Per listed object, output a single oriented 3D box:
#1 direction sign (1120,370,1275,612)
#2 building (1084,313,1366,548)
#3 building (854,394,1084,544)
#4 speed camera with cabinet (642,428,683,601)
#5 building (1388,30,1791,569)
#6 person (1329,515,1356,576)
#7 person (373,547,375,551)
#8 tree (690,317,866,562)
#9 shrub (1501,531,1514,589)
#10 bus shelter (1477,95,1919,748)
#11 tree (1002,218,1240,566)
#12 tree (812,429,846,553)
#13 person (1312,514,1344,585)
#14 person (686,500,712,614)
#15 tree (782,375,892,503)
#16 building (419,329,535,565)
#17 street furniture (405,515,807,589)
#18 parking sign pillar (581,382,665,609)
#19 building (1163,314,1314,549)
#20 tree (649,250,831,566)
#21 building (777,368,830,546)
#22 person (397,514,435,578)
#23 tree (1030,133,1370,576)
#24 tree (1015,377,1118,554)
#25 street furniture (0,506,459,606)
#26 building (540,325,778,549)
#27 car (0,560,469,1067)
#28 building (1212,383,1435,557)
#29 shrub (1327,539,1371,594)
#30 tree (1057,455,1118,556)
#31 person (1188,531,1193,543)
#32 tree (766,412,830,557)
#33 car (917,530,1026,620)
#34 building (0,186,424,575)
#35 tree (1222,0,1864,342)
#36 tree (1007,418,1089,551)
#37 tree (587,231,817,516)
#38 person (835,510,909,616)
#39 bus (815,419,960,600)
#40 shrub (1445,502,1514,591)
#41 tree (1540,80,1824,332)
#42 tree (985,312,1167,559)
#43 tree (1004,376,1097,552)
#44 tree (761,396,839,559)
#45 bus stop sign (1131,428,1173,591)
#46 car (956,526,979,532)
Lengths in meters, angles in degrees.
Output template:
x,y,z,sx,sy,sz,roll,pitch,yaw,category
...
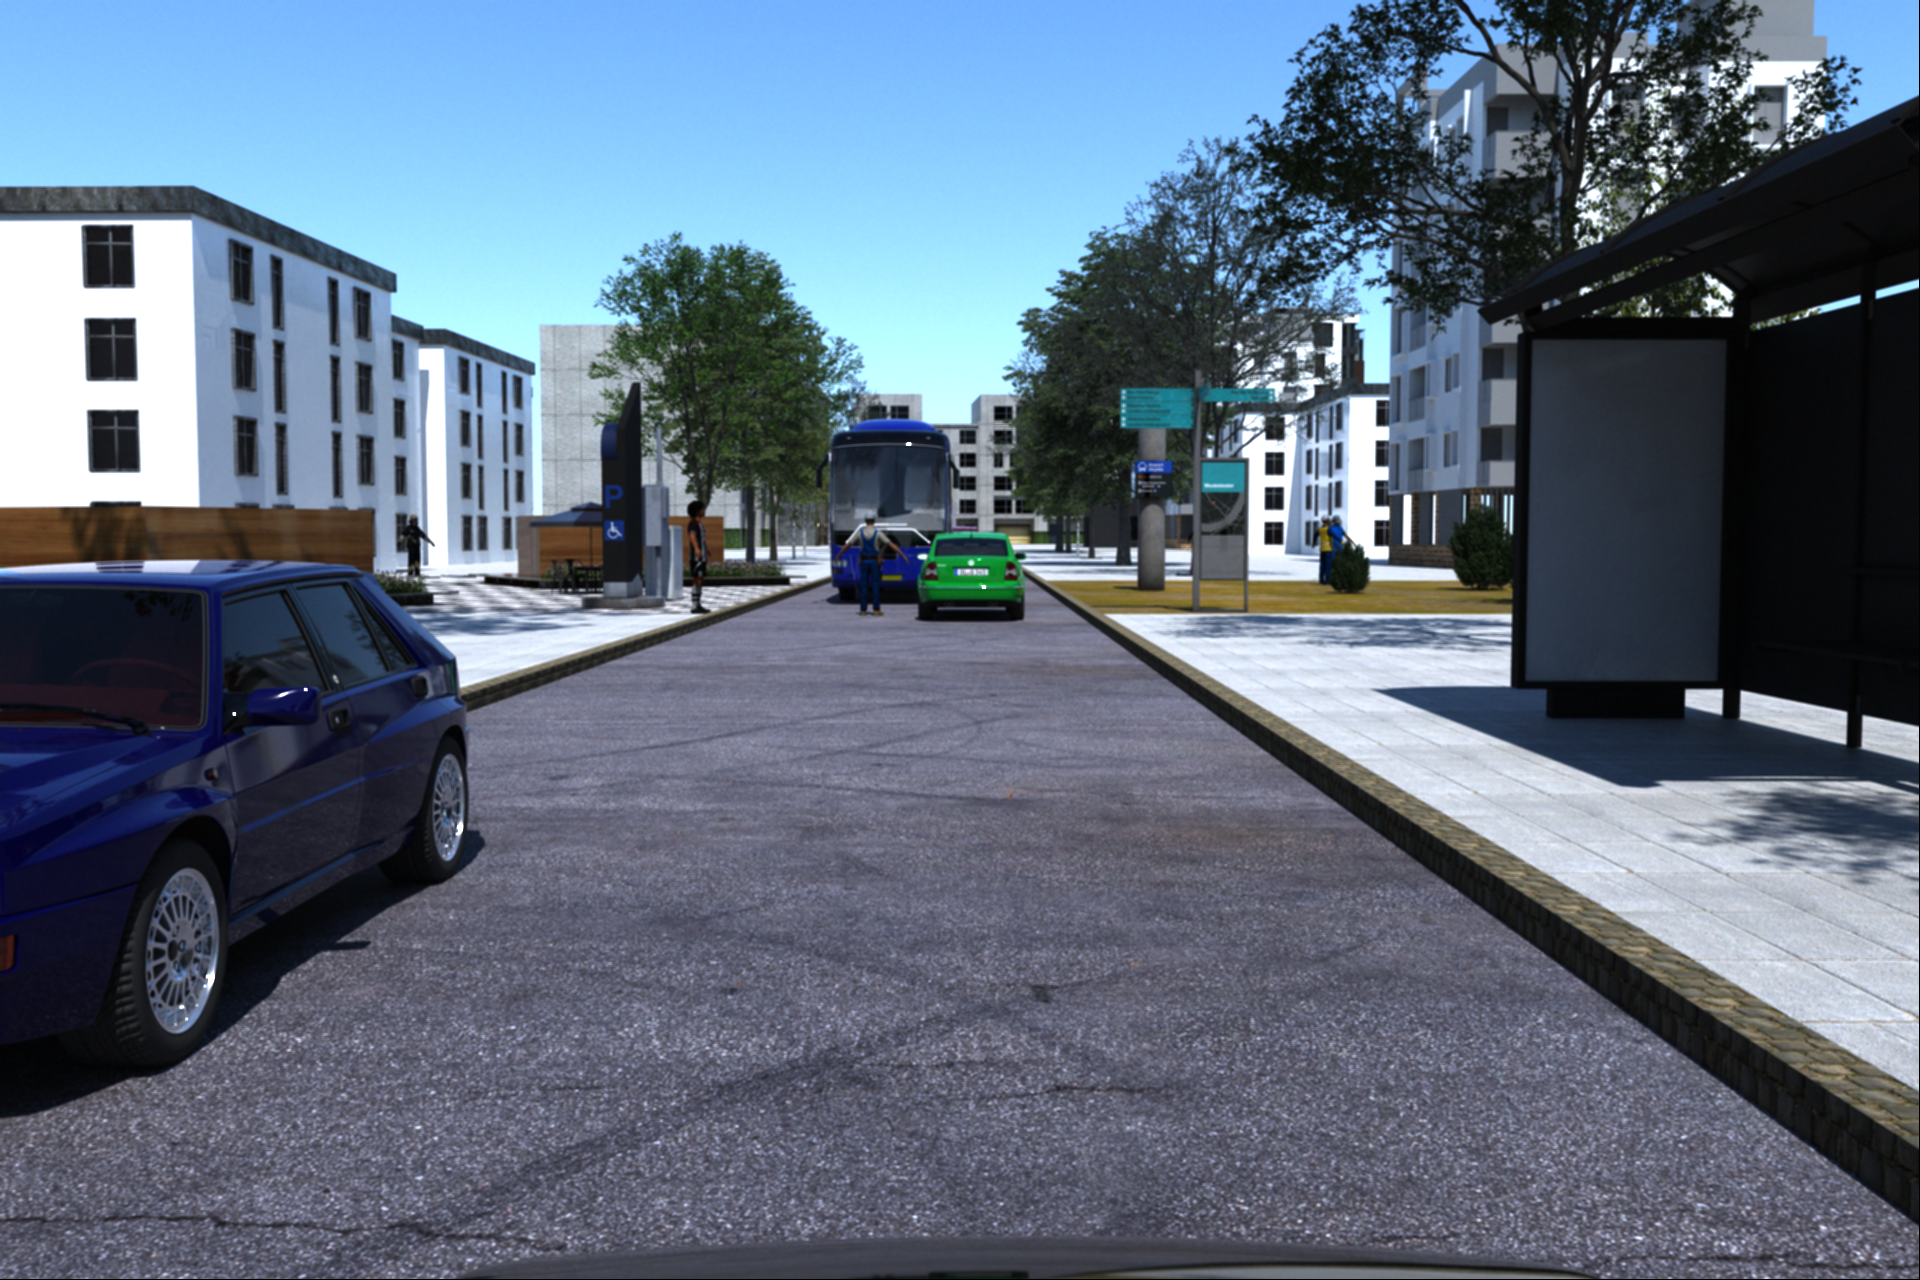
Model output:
x,y,z,sx,sy,sz,roll,pitch,yaw,category
3.881,-2.386,27.768,2.525,3.948,1.411,0,4,-1,direction sign
26.423,-20.353,176.739,27.936,21.610,32.646,0,4,0,building
2.058,-21.813,225.560,31.486,18.905,16.747,0,4,-4,building
-5.769,-2.367,33.033,0.660,3.252,2.038,0,4,2,speed camera with cabinet
23.137,-13.149,71.410,16.016,20.090,11.380,0,4,0,building
10.590,-2.602,48.667,1.347,1.817,0.704,-2,4,-32,person
-13.503,-1.944,38.014,1.346,1.802,0.704,0,4,-1,person
-8.608,-9.499,81.071,9.928,11.665,9.643,0,3,0,tree
11.036,-1.725,32.624,1.690,2.028,1.600,0,3,0,shrub
4.635,-0.953,9.506,2.014,3.302,5.546,0,4,0,bus shelter
6.476,-9.941,69.194,9.857,13.997,8.962,0,3,0,tree
-8.600,-10.015,114.107,4.737,8.622,4.395,0,3,0,tree
9.233,-2.260,43.413,0.721,1.772,1.216,-2,4,-30,person
-4.220,-1.341,28.064,0.704,1.843,1.345,0,4,-1,person
-8.445,-13.599,132.716,12.009,13.543,11.850,0,3,0,tree
-25.358,-8.741,85.060,9.099,9.664,28.070,0,4,1,building
-7.607,-2.266,43.898,11.010,1.723,9.812,-2,4,-30,street furniture
-5.888,-2.552,30.190,1.447,3.967,1.447,0,4,2,parking sign pillar
23.270,-18.353,156.487,16.016,20.090,11.380,0,4,0,building
-8.873,-9.271,69.705,7.486,12.596,7.792,0,3,0,tree
-24.260,-21.923,189.376,19.493,23.208,18.063,0,4,0,building
-15.937,-2.741,50.602,0.705,1.856,1.354,2,4,32,person
7.385,-8.708,52.745,12.009,13.543,11.850,0,3,0,tree
7.406,-11.929,113.166,7.486,12.596,7.792,0,3,0,tree
-13.716,-1.358,29.053,11.010,1.723,9.812,2,4,24,street furniture
-27.116,-18.092,162.260,16.747,18.905,31.486,0,4,0,building
-2.958,0.410,5.876,1.945,1.354,3.894,0,4,0,car
22.433,-10.300,110.551,9.099,9.664,28.070,0,4,0,building
8.406,-1.606,37.383,1.383,1.207,1.383,0,3,0,shrub
6.622,-9.176,100.390,4.360,8.622,3.978,0,3,0,tree
9.223,-3.707,66.542,0.705,1.837,1.347,-3,5,-42,person
-8.555,-8.967,96.973,4.360,8.622,3.978,0,3,0,tree
0.201,-1.314,30.286,1.959,1.807,4.718,0,4,0,car
-22.694,-6.966,56.046,9.099,9.664,28.070,0,4,1,building
6.266,-5.186,19.210,7.601,10.594,8.767,-2,4,-26,tree
7.420,-13.046,131.431,7.486,12.596,7.792,0,3,0,tree
-8.707,-8.137,58.792,9.928,11.665,9.643,0,3,0,tree
-1.574,-1.356,30.490,1.347,1.847,0.705,1,4,10,person
-1.408,-3.005,40.685,2.896,3.916,12.251,0,4,0,bus
11.956,-2.146,39.500,1.690,2.028,1.600,0,3,0,shrub
11.729,-4.767,28.311,4.737,8.622,4.395,0,3,0,tree
6.923,-10.983,89.939,12.009,13.543,11.850,0,3,0,tree
7.026,-12.507,122.616,7.486,12.596,7.792,0,3,0,tree
-8.395,-8.521,89.684,4.737,8.622,4.395,0,3,0,tree
4.342,-3.070,39.218,0.837,3.901,0.837,0,4,-1,bus stop sign
0.164,-4.770,86.663,2.281,1.827,5.304,0,4,-1,car
